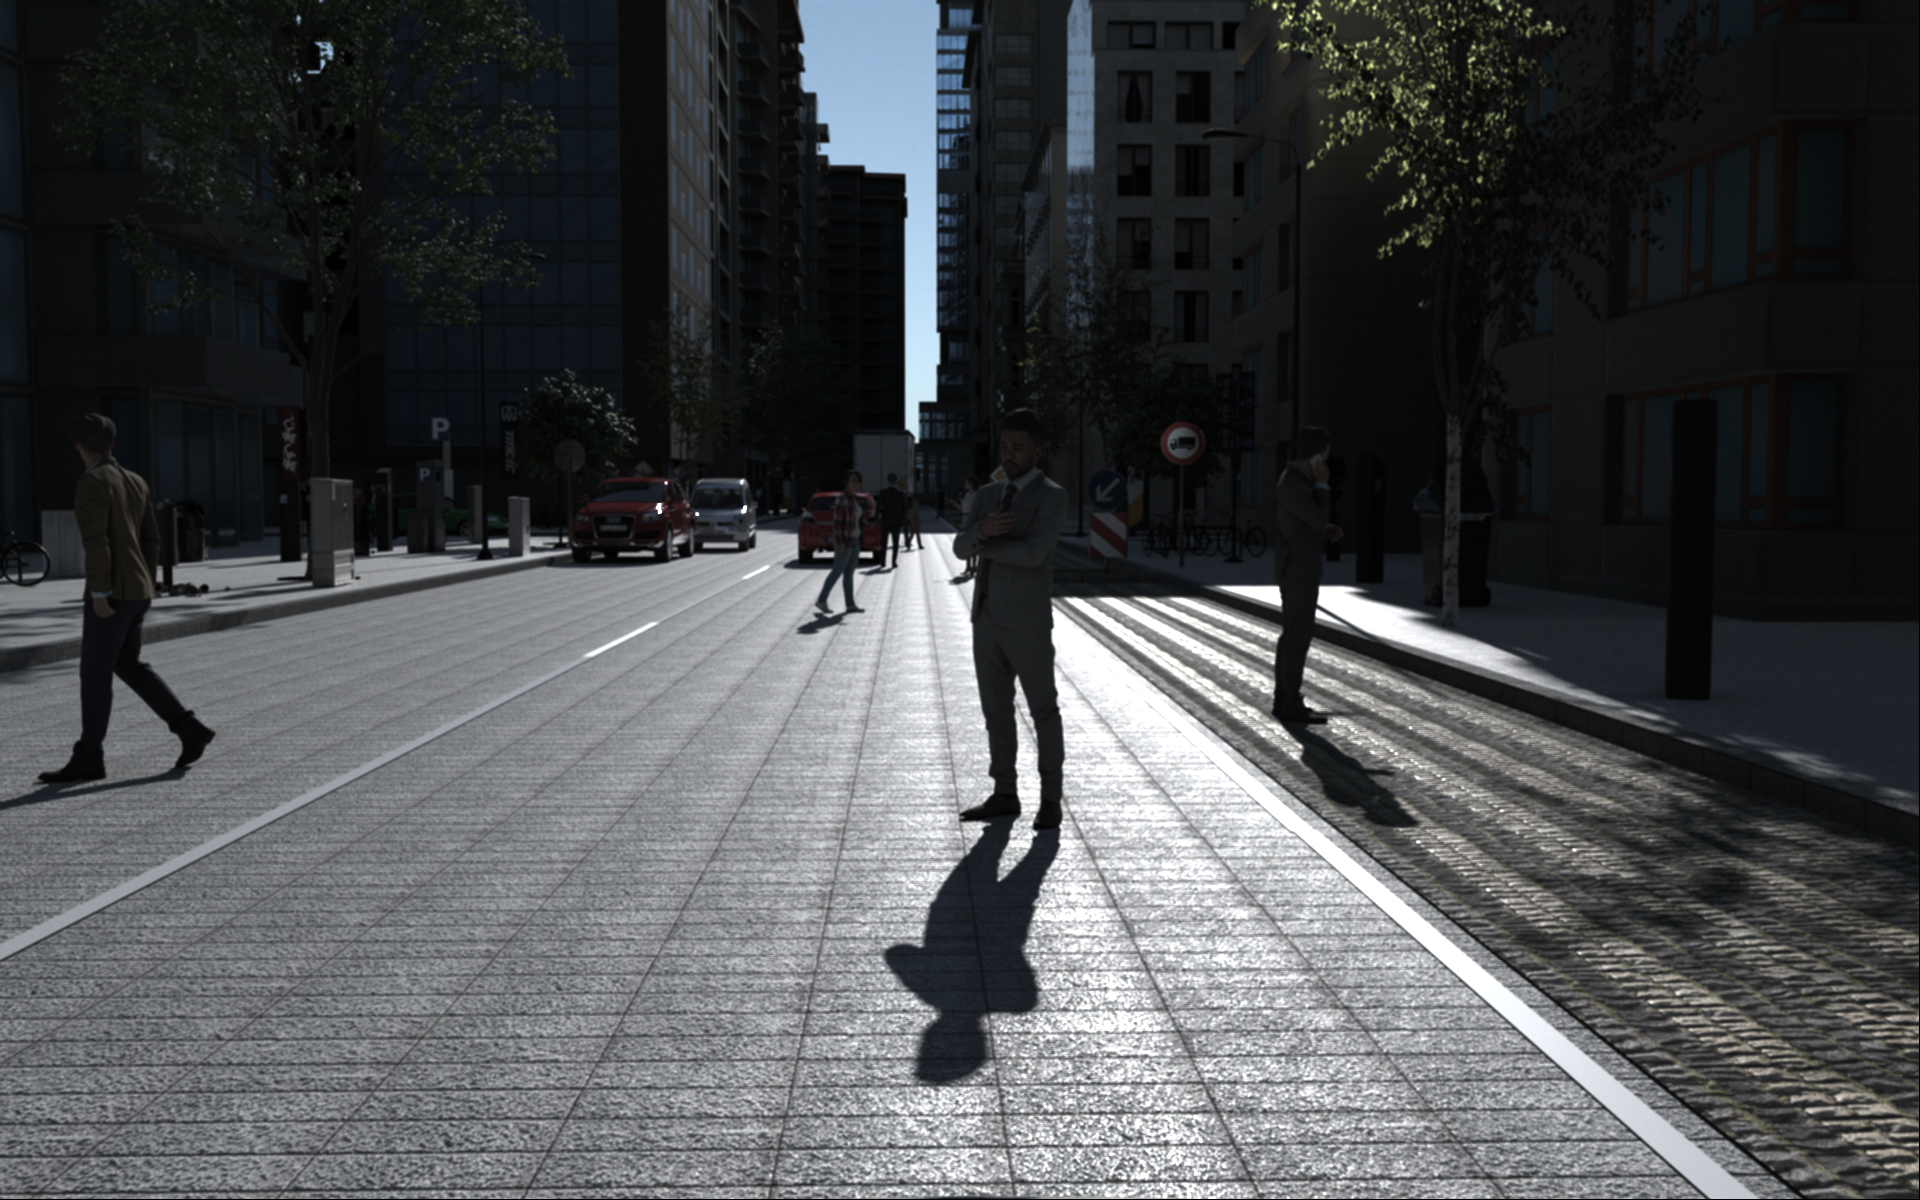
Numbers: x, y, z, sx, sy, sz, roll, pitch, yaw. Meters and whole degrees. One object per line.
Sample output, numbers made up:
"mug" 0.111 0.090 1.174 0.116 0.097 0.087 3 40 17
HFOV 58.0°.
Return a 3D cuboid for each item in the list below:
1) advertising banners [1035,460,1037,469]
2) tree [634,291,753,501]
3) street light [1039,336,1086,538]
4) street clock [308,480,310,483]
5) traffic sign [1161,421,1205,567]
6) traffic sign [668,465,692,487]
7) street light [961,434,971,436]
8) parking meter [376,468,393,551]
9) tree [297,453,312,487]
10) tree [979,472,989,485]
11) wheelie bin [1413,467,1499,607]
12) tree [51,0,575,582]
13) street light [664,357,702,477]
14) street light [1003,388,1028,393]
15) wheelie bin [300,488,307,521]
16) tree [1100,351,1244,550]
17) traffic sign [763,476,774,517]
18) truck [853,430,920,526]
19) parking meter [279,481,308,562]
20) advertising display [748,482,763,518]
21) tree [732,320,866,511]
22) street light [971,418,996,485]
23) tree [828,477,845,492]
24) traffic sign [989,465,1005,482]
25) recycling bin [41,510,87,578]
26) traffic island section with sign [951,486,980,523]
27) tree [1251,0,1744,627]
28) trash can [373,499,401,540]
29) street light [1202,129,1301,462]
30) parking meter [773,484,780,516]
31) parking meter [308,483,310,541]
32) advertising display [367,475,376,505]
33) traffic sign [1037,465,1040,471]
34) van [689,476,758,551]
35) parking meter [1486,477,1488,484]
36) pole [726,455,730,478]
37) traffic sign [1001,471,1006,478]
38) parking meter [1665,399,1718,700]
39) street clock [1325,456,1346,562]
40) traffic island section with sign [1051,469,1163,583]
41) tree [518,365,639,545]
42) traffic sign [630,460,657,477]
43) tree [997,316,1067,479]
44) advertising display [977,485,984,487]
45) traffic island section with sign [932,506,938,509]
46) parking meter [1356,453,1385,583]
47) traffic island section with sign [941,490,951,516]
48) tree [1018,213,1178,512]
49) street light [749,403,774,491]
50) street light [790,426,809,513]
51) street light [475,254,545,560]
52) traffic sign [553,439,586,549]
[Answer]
"advertising banners" 2.855 -3.997 61.544 0.090 3.025 2.074 -1 4 -12
"tree" -9.854 -6.938 63.798 4.737 8.622 4.395 0 3 0
"street light" 3.030 -4.803 51.073 1.470 5.913 1.316 0 4 -2
"street clock" -31.951 -4.952 85.530 0.471 2.002 0.358 2 4 35
"traffic sign" 3.885 -1.845 30.265 0.768 2.556 0.104 0 4 3
"traffic sign" -9.502 -3.373 58.790 0.795 2.450 0.064 0 4 -2
"street light" 0.789 -9.887 134.188 1.470 5.913 1.316 0 4 -2
"parking meter" -12.945 -2.032 38.941 0.255 1.863 0.399 0 3 0
"tree" -35.378 -6.530 90.478 4.285 4.588 4.351 0 3 0
"tree" 2.389 -8.741 137.508 1.663 3.219 1.824 0 3 0
"wheelie bin" 5.652 -0.732 19.878 0.980 1.594 0.693 -1 4 -9
"tree" -9.415 -6.096 25.419 9.928 11.665 9.643 0 3 0
"street light" -9.416 -5.264 58.610 1.470 5.913 1.316 0 4 -2
"street light" 2.486 -6.308 75.678 1.470 5.913 1.316 0 4 -2
"wheelie bin" -31.627 -4.610 83.286 0.693 1.594 0.980 -1 4 -18
"tree" 5.030 -3.436 39.900 4.285 4.588 4.351 0 3 0
"traffic sign" -10.648 -5.758 96.275 0.606 2.300 0.079 0 4 7
"truck" -3.408 -5.638 81.094 2.839 4.237 11.283 0 4 0
"parking meter" -12.727 -1.498 32.909 0.372 1.533 0.369 0 3 0
"advertising display" -10.875 -5.280 91.535 0.974 1.923 0.123 1 4 17
"tree" -12.027 -13.509 127.527 9.857 13.997 8.962 0 3 0
"street light" 1.597 -8.122 105.343 1.470 5.913 1.316 0 4 -2
"tree" -13.674 -12.001 190.824 1.663 3.219 1.824 0 3 0
"traffic sign" 1.389 -3.390 59.066 0.795 2.450 0.064 0 4 -2
"recycling bin" -13.628 -0.868 26.753 0.722 1.027 0.722 1 4 15
"traffic island section with sign" 0.718 -4.671 84.991 1.989 1.847 2.006 0 4 -2
"tree" 4.983 -4.042 16.456 4.360 8.622 3.978 0 3 0
"trash can" -16.053 -2.257 48.561 0.748 1.137 0.748 0 3 0
"street light" 3.776 -3.039 22.227 1.470 5.913 1.316 0 4 -2
"parking meter" -10.778 -5.873 101.734 0.255 1.863 0.399 -3 4 -38
"parking meter" -14.722 -1.904 39.546 0.372 1.533 0.369 0 3 0
"advertising display" -19.413 -3.219 57.845 0.123 1.923 0.974 1 4 19
"traffic sign" 2.815 -4.237 69.381 0.768 2.556 0.104 0 3 0
"van" -6.184 -2.300 44.620 2.013 2.044 4.112 0 4 -3
"parking meter" 6.757 -0.883 22.855 0.372 1.533 0.369 0 3 0
"pole" -12.082 -5.898 90.270 0.158 3.312 0.155 0 3 0
"traffic sign" 1.607 -2.902 51.084 0.795 2.450 0.064 0 4 -2
"parking meter" 4.612 -0.319 10.928 0.255 1.863 0.399 1 4 20
"street clock" 7.097 -1.732 32.896 0.358 2.002 0.471 -1 4 -22
"traffic island section with sign" 2.249 -1.224 28.638 1.989 1.847 2.006 0 4 -2
"tree" -9.902 -3.698 44.168 4.285 4.588 4.351 0 3 0
"traffic sign" -9.284 -2.885 50.808 0.795 2.450 0.064 0 4 -2
"tree" 3.694 -7.488 72.789 4.737 8.622 4.395 0 3 0
"advertising display" 1.425 -6.989 119.478 0.123 1.923 0.974 2 4 29
"traffic island section with sign" -1.362 -9.311 160.861 1.989 1.847 2.006 0 4 -2
"parking meter" 5.944 -1.183 25.057 0.399 1.863 0.255 -3 5 -43
"traffic island section with sign" -0.024 -6.319 111.936 1.989 1.847 2.006 0 4 -2
"tree" 3.788 -5.783 44.909 4.360 8.622 3.978 0 3 0
"street light" -10.129 -7.059 87.951 1.470 5.913 1.316 0 4 -2
"street light" -10.943 -8.863 117.444 1.470 5.913 1.316 0 4 -2
"street light" -8.718 -3.735 33.616 1.470 5.913 1.316 0 4 -2
"traffic sign" -9.114 -2.465 40.403 0.768 2.556 0.104 0 4 3
